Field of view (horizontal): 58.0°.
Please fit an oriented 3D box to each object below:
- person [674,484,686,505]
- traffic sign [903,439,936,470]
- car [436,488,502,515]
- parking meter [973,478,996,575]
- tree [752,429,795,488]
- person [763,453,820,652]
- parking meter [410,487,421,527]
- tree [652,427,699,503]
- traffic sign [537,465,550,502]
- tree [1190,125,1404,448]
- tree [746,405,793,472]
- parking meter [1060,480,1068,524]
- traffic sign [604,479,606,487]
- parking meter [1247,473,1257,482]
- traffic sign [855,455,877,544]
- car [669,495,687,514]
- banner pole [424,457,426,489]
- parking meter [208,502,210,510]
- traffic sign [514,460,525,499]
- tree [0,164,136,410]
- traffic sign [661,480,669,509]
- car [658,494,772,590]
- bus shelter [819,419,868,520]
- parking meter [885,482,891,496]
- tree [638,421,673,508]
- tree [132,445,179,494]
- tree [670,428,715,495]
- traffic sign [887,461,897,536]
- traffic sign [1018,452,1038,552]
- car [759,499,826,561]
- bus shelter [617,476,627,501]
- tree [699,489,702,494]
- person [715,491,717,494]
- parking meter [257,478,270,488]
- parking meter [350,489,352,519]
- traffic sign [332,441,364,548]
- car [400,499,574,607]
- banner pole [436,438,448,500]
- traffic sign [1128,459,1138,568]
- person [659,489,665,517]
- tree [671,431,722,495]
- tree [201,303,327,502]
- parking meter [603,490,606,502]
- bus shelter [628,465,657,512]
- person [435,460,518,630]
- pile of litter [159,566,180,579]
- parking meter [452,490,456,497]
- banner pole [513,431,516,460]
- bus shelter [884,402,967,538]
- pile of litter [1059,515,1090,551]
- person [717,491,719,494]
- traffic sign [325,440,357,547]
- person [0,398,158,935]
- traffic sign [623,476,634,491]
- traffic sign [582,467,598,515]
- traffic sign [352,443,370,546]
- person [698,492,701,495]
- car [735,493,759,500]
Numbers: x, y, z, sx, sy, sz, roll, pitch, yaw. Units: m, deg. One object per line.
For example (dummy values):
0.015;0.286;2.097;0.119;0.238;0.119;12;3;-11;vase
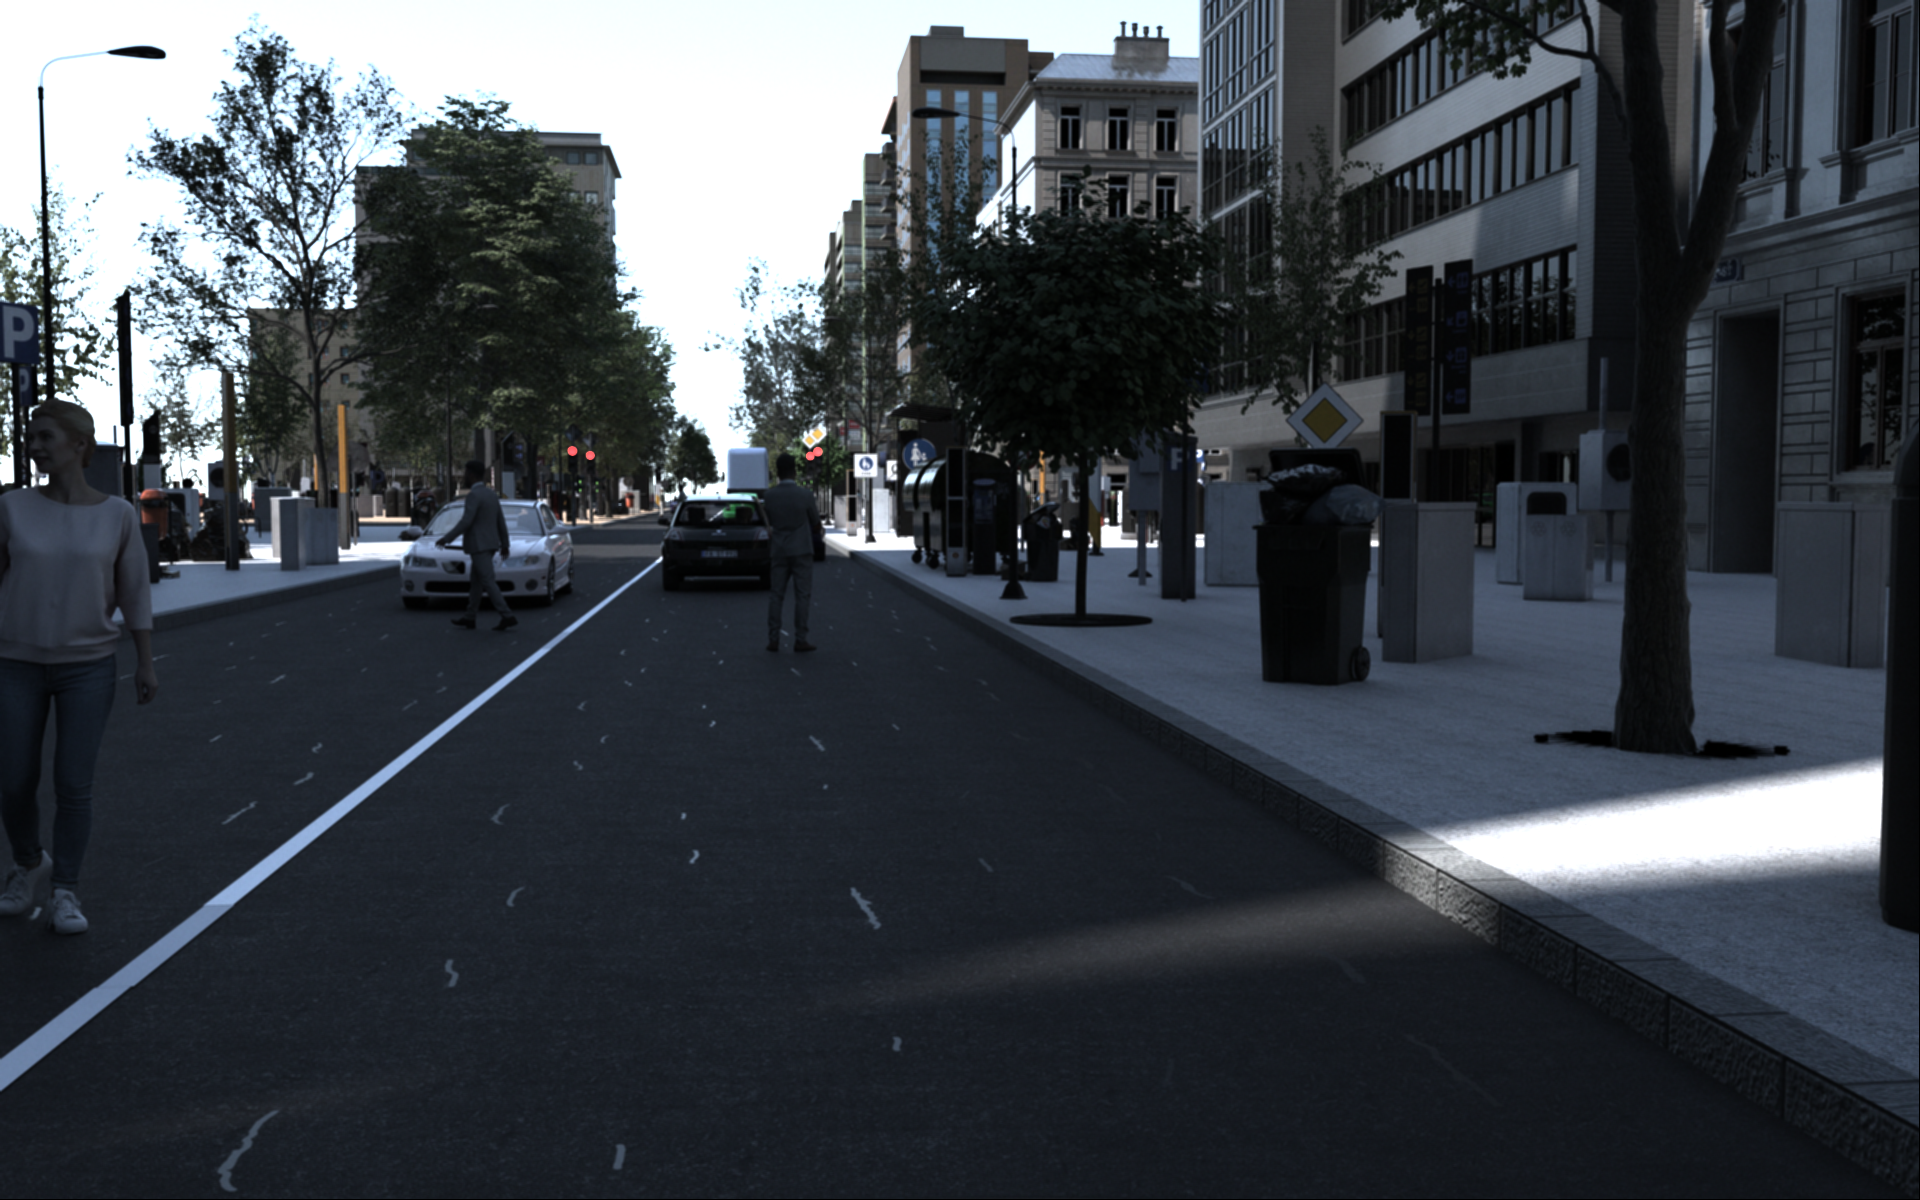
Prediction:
-10.737;-3.533;66.453;0.466;1.800;0.511;-1;4;-11;person
-0.929;-2.432;39.869;0.768;2.556;0.104;0;4;-1;traffic sign
-20.881;-3.856;72.831;4.222;1.686;2.009;0;4;-7;car
0.385;-1.168;27.506;0.372;1.533;0.369;0;3;0;parking meter
-17.220;-13.036;163.504;4.737;8.622;4.395;0;3;0;tree
-1.542;-0.443;15.917;0.511;1.800;0.466;0;4;-1;person
-18.826;-3.153;59.957;0.372;1.533;0.369;0;3;0;parking meter
-32.059;-14.700;190.710;4.737;8.622;4.395;0;3;0;tree
-18.357;-4.640;75.977;0.768;2.556;0.104;0;4;2;traffic sign
6.684;-5.108;33.876;4.737;8.622;4.395;0;3;0;tree
-23.483;-18.389;218.793;7.486;12.596;7.792;0;3;0;tree
4.257;-3.975;70.704;0.255;1.863;0.399;-1;4;-9;parking meter
-27.693;-8.341;136.483;0.768;2.556;0.104;0;4;-6;traffic sign
8.013;-2.561;47.590;0.255;1.863;0.399;0;4;2;parking meter
-2.406;-2.585;44.393;0.606;2.300;0.079;0;4;-6;traffic sign
-20.136;-6.921;125.746;1.945;1.354;3.894;-1;4;-9;car
-33.485;-7.246;108.489;0.401;3.779;0.863;-1;4;-20;banner pole
-45.132;-5.872;104.419;0.372;1.533;0.369;0;3;0;parking meter
-16.746;-3.981;65.200;0.768;2.556;0.104;0;4;0;traffic sign
-20.946;-5.433;39.200;4.737;8.622;4.395;0;3;0;tree
-25.770;-9.244;151.250;0.768;2.556;0.104;0;4;1;traffic sign
-3.771;-1.071;27.301;2.009;1.686;4.222;0;4;-7;car
-6.040;-6.863;89.836;2.179;5.291;8.768;0;4;-7;bus shelter
-3.320;-4.416;77.918;0.399;1.863;0.255;-1;4;-17;parking meter
-28.555;-12.902;161.307;4.360;8.622;3.978;0;3;0;tree
-27.618;-3.919;58.685;1.663;3.219;1.824;0;3;0;tree
-38.098;-19.001;245.083;7.601;10.594;8.767;0;4;-8;tree
-1.940;-3.124;53.205;0.606;2.300;0.079;0;4;1;traffic sign
1.379;-2.328;38.171;0.768;2.556;0.104;0;4;-4;traffic sign
-3.925;-1.589;38.565;1.945;1.354;3.894;0;4;-7;car
-27.085;-9.034;141.625;2.014;3.302;5.546;0;4;-7;bus shelter
-44.808;-21.337;299.225;4.737;8.622;4.395;0;3;0;tree
-36.145;-15.231;257.401;0.709;1.838;0.599;-1;4;-18;person
-24.812;-3.429;61.768;0.399;1.863;0.255;0;4;4;parking meter
-21.868;-3.421;61.647;0.399;1.863;0.255;-1;4;-17;parking meter
-14.646;-2.529;41.458;0.768;2.556;0.104;0;4;1;traffic sign
-6.331;-0.683;23.530;2.083;1.381;4.827;0;4;-8;car
-23.061;-5.339;77.307;0.401;3.779;0.863;2;4;28;banner pole
2.944;-1.725;28.305;0.768;2.556;0.104;0;4;2;traffic sign
-18.596;-6.062;108.166;0.362;1.759;0.519;-1;4;-16;person
-44.297;-22.821;290.122;9.611;12.733;9.660;0;3;0;tree
-25.798;-6.999;64.791;4.737;8.622;4.395;0;3;0;tree
-24.285;-6.754;118.833;0.372;1.533;0.369;0;3;0;parking meter
-23.621;-9.154;127.305;2.179;5.291;8.768;0;4;-7;bus shelter
-5.061;-0.583;18.313;0.850;1.792;0.678;1;4;12;person
-12.733;-0.772;26.591;1.719;0.858;1.176;3;5;43;pile of litter
-34.259;-6.643;117.026;0.372;1.533;0.369;0;3;0;parking meter
-17.662;-4.799;68.478;0.401;3.779;0.863;0;4;1;banner pole
-0.964;-3.445;47.615;1.731;3.624;6.357;0;4;-7;bus shelter
2.477;-1.583;39.847;1.176;0.858;1.719;1;4;19;pile of litter
-29.272;-12.278;209.275;0.705;1.821;1.348;-3;5;-39;person
-15.039;-2.565;41.935;0.884;2.594;0.081;0;4;-3;traffic sign
-3.091;0.209;5.756;0.731;1.740;0.598;-2;4;-30;person
-22.825;-7.291;119.310;0.768;2.556;0.104;0;4;-2;traffic sign
-17.113;-4.894;80.125;0.768;2.556;0.104;0;4;-6;traffic sign
-15.021;-2.620;42.948;0.768;2.556;0.104;0;4;-5;traffic sign
-31.921;-12.475;212.989;1.217;1.766;0.721;3;5;41;person
-9.911;-4.316;79.365;1.959;1.807;4.718;0;4;-6;car
